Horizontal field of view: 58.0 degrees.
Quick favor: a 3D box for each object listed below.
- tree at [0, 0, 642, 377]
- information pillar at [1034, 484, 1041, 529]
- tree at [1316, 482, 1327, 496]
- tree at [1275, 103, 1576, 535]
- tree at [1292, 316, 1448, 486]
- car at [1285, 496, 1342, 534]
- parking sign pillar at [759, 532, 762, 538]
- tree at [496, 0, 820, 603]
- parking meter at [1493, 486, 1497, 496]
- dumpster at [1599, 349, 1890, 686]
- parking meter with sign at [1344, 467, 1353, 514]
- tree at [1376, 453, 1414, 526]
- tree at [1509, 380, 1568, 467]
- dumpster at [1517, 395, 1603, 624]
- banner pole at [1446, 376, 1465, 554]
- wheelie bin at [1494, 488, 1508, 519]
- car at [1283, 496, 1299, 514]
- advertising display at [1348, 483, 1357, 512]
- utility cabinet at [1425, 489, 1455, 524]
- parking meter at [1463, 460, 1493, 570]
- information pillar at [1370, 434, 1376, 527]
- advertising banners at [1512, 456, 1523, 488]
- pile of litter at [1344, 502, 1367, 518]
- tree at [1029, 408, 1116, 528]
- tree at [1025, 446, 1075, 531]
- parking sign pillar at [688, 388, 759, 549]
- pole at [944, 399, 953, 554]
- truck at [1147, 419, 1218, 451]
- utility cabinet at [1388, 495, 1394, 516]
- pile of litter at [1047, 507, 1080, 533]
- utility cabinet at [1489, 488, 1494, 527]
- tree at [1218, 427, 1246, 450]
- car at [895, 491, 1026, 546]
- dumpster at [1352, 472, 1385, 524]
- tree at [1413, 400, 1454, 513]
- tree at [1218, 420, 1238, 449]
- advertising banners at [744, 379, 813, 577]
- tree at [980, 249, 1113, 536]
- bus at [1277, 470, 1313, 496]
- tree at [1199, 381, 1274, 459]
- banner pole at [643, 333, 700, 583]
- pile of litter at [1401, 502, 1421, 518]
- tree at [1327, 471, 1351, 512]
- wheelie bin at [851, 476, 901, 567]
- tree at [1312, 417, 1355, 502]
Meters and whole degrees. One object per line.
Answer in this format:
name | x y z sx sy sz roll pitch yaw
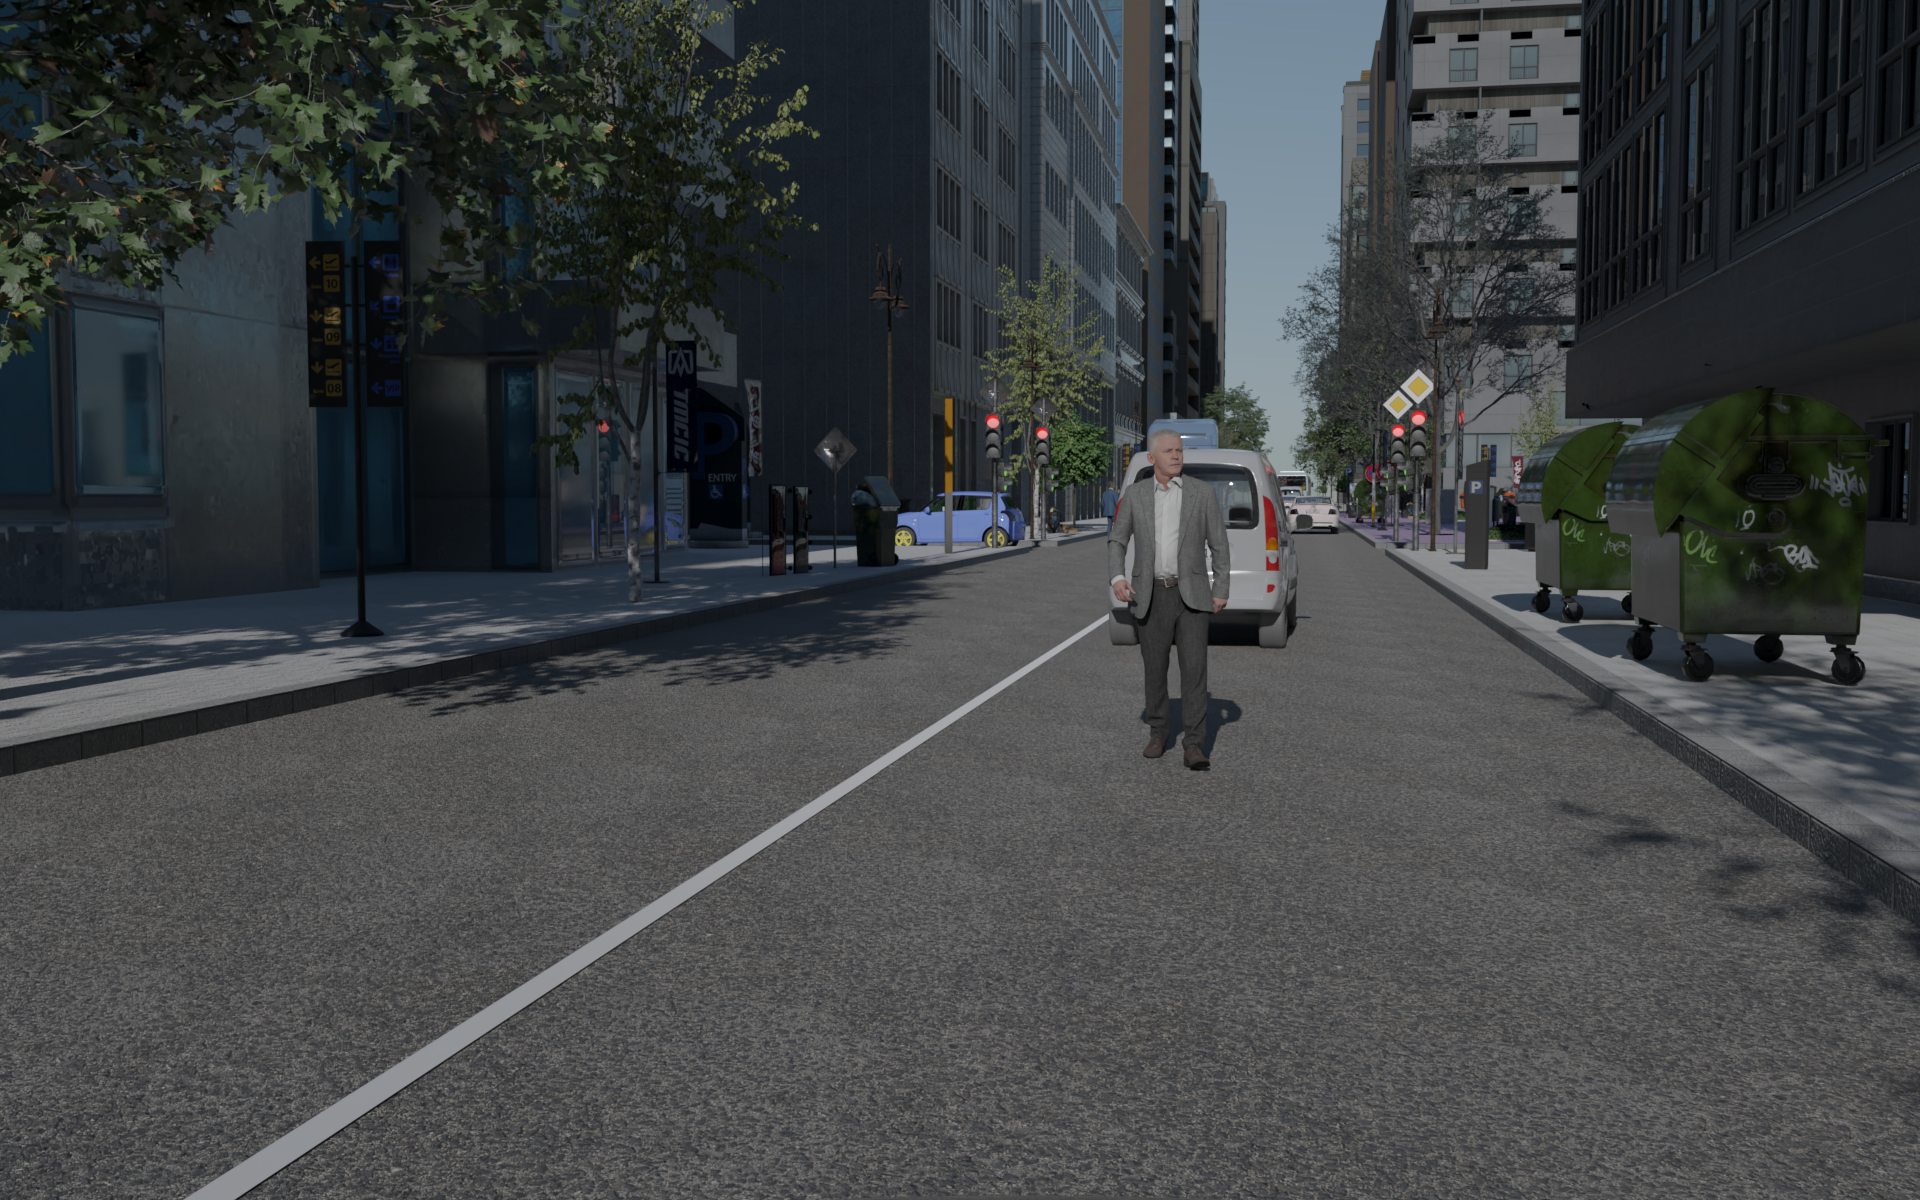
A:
tree | -6.551 -5.642 9.259 9.611 12.733 9.660 0 3 0
information pillar | 2.722 -3.525 62.119 0.304 2.012 0.304 -1 4 -13
tree | 47.059 -14.032 224.024 1.663 3.219 1.824 0 3 0
tree | 15.026 -8.778 53.884 12.009 13.543 11.850 0 3 0
tree | 25.337 -11.621 107.009 9.611 12.733 9.660 0 3 0
car | 12.917 -3.120 63.370 2.083 1.381 4.827 1 4 11
parking sign pillar | -6.478 -3.795 50.515 1.447 3.967 1.447 -1 4 -21
tree | -3.799 -4.291 20.527 4.737 8.622 4.395 0 3 0
parking meter | 34.449 -6.492 111.861 0.399 1.863 0.255 3 4 36
dumpster | 5.582 -0.608 12.427 1.502 2.255 1.985 1 4 11
parking meter with sign | 25.760 -7.212 114.184 0.543 3.016 1.738 2 4 24
tree | 17.517 -4.594 69.706 1.663 3.219 1.824 0 3 0
tree | 37.166 -9.806 110.694 4.737 8.622 4.395 0 3 0
dumpster | 6.614 -0.934 17.765 1.502 2.255 1.985 1 4 11
banner pole | 10.580 -2.857 36.725 0.401 3.779 0.863 0 4 5
wheelie bin | 28.143 -5.022 90.018 0.693 1.594 0.980 0 4 1
car | 14.724 -3.998 77.736 2.083 1.381 4.827 1 4 12
advertising display | 22.117 -5.599 96.752 0.974 1.923 0.123 -1 4 -23
utility cabinet | 20.458 -3.984 73.821 1.173 1.500 0.318 1 4 11
parking meter | 8.791 -1.454 29.491 0.399 1.863 0.255 2 4 28
information pillar | 16.129 -4.656 67.472 0.183 3.616 0.504 1 4 18
advertising banners | 26.235 -5.071 79.096 2.074 3.025 0.090 1 4 11
pile of litter | 21.246 -4.833 92.981 1.176 0.858 1.719 0 4 7
tree | 4.306 -5.054 66.341 4.285 4.588 4.351 0 3 0
tree | 3.095 -4.044 60.717 1.663 3.219 1.824 0 3 0
parking sign pillar | -5.758 -3.225 41.198 1.447 3.967 1.447 1 4 9
pole | -0.247 -2.649 37.150 0.158 3.312 0.155 0 3 0
truck | 8.992 -4.782 67.940 2.967 4.110 18.799 1 4 9
utility cabinet | 24.849 -5.425 99.861 0.306 1.237 1.020 0 4 8
pile of litter | 3.381 -2.646 57.226 1.176 0.858 1.719 1 4 18
utility cabinet | 19.555 -3.404 64.335 0.318 1.500 1.173 2 4 26
tree | 28.478 -14.375 185.399 4.737 8.622 4.395 0 3 0
car | -0.181 -2.120 44.260 3.694 1.707 1.945 1 4 12
dumpster | 17.987 -4.489 75.893 1.502 2.255 1.985 1 4 11
tree | 30.369 -10.041 114.534 4.360 8.622 3.978 0 3 0
tree | 25.668 -13.536 171.682 4.360 8.622 3.978 0 3 0
advertising banners | -2.858 -1.900 27.255 0.090 3.025 2.074 2 4 24
tree | 2.459 -6.283 53.085 4.737 8.622 4.395 0 3 0
bus | 28.061 -9.210 145.443 2.948 3.499 13.247 1 4 13
tree | 30.356 -17.630 194.897 9.857 13.997 8.962 0 3 0
banner pole | -4.152 -2.133 24.896 0.863 3.779 0.401 1 4 8
pile of litter | 24.115 -4.763 91.847 1.719 0.858 1.176 -2 4 -24
tree | 27.882 -7.991 125.250 1.663 3.219 1.824 0 3 0
wheelie bin | -1.524 -1.397 30.752 0.693 1.594 0.980 2 4 33
tree | 33.562 -12.546 155.495 4.360 8.622 3.978 0 3 0
